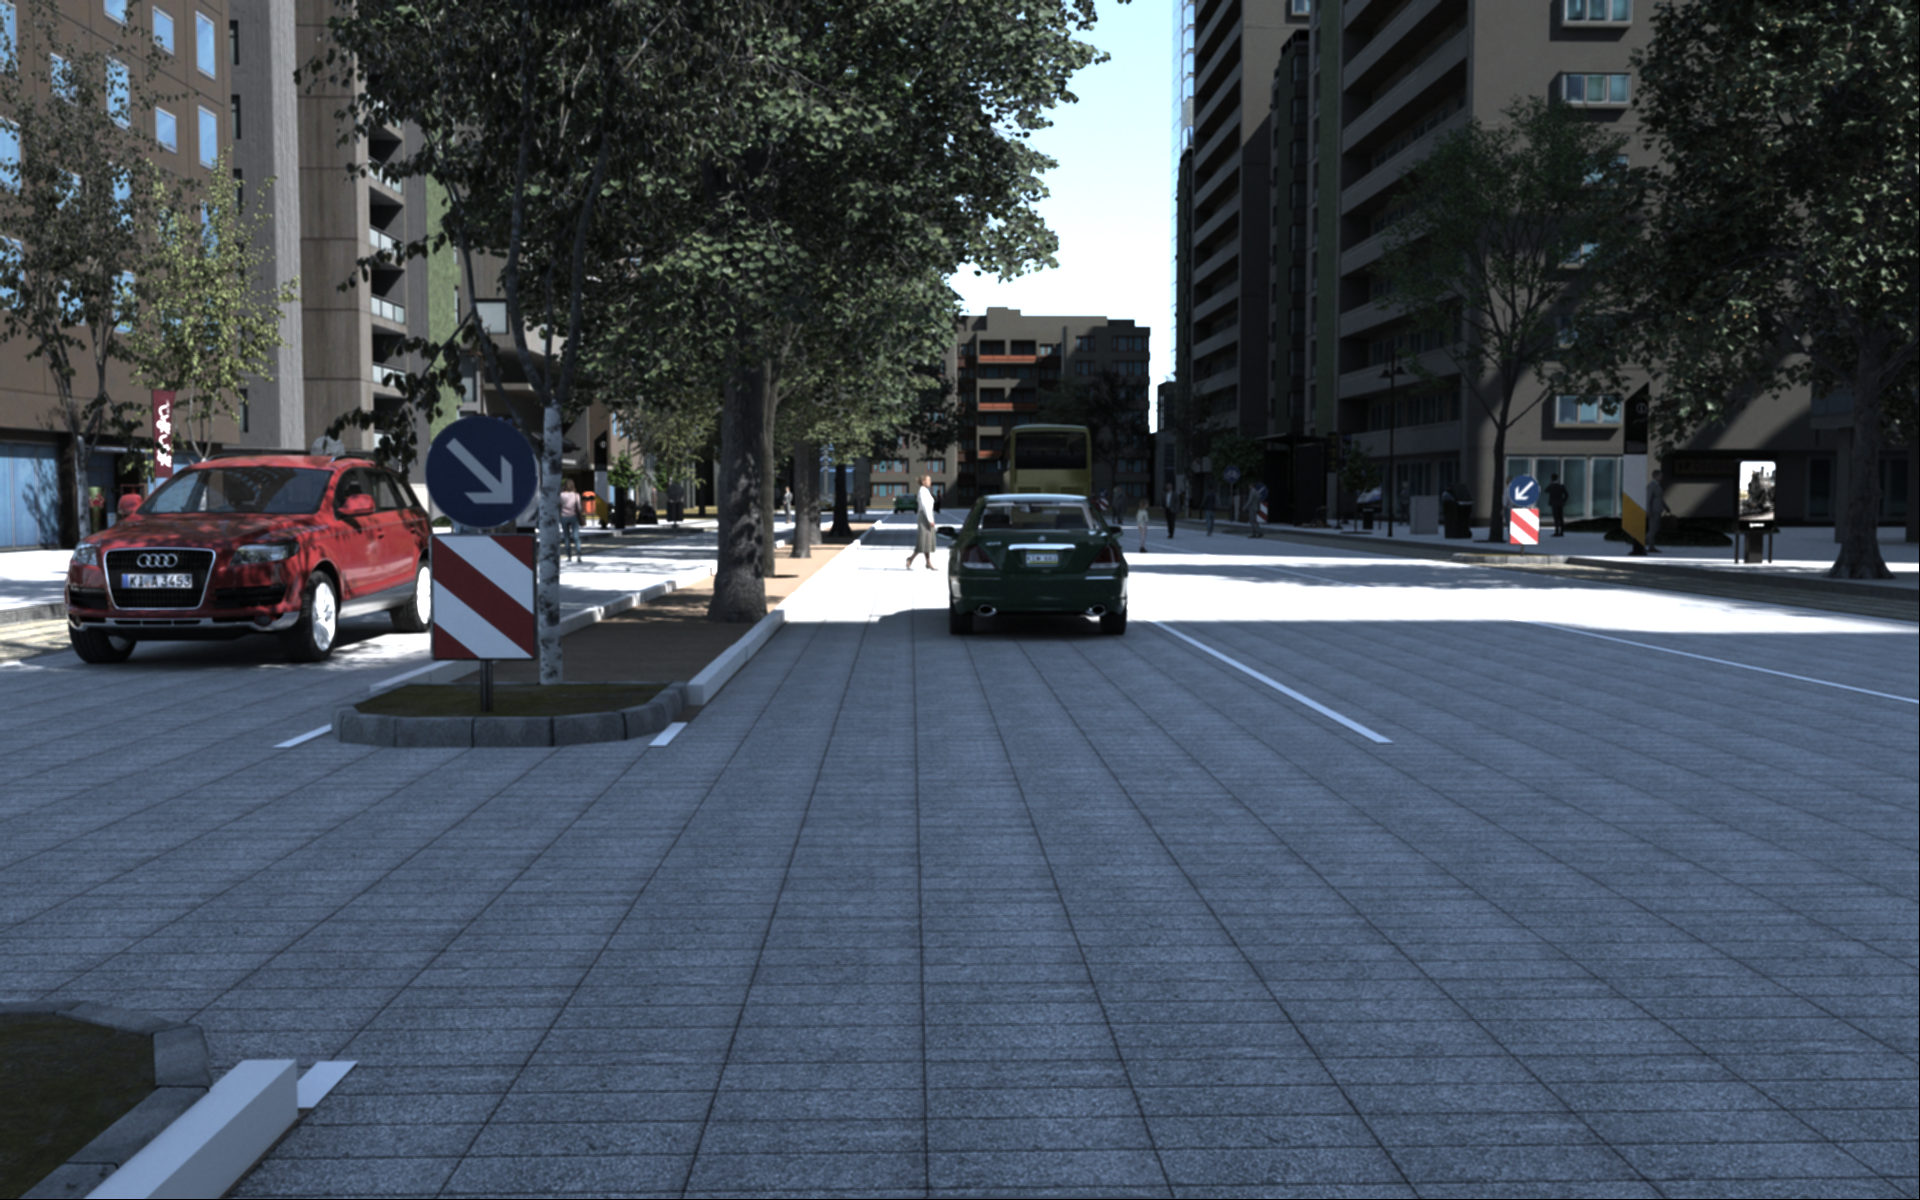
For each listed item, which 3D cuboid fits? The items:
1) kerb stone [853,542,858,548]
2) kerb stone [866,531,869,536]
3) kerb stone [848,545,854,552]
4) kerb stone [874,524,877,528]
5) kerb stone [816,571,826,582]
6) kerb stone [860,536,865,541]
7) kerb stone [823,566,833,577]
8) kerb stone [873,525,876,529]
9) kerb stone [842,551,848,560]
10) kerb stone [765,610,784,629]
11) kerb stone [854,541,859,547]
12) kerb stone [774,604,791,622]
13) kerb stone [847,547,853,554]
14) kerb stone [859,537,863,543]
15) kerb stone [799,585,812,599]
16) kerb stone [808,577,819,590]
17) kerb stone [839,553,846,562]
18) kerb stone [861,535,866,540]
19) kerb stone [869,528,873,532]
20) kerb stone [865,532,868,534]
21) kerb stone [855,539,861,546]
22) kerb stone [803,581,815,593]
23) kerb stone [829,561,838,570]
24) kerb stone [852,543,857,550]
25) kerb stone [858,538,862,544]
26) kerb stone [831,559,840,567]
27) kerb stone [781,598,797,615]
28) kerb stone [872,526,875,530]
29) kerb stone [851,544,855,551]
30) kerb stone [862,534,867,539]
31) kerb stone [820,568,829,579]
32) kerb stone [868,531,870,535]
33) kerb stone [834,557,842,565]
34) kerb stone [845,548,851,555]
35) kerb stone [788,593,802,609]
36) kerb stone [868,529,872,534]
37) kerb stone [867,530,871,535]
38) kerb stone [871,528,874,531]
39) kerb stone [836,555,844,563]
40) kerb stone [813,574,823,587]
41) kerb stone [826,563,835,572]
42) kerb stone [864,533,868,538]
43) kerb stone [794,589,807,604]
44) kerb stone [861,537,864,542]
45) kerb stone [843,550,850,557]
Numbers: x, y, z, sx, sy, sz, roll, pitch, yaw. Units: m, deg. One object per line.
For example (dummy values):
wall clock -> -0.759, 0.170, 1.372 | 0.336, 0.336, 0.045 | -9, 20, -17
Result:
kerb stone -> -2.713, -1.327, 43.888 | 0.120, 0.150, 1.000 | 0, 4, -2
kerb stone -> -3.044, -2.016, 55.158 | 0.120, 0.150, 1.000 | 0, 4, -2
kerb stone -> -2.628, -1.139, 40.820 | 0.120, 0.150, 1.000 | 0, 4, -2
kerb stone -> -3.406, -2.769, 67.468 | 0.120, 0.150, 1.000 | 0, 4, -2
kerb stone -> -2.249, -0.326, 27.521 | 0.120, 0.150, 1.000 | 0, 4, -2
kerb stone -> -2.900, -1.701, 50.019 | 0.120, 0.150, 1.000 | 0, 4, -2
kerb stone -> -2.301, -0.448, 29.576 | 0.120, 0.150, 1.000 | 0, 4, -2
kerb stone -> -3.339, -2.644, 65.420 | 0.120, 0.150, 1.000 | 0, 4, -2
kerb stone -> -2.512, -0.885, 36.733 | 0.120, 0.150, 1.000 | 0, 4, -2
kerb stone -> -1.988, 0.239, 18.294 | 0.120, 0.150, 1.000 | 0, 4, -2
kerb stone -> -2.751, -1.389, 44.909 | 0.120, 0.150, 1.000 | 0, 4, -2
kerb stone -> -2.011, 0.176, 19.317 | 0.120, 0.150, 1.000 | 0, 4, -2
kerb stone -> -2.604, -1.077, 39.798 | 0.120, 0.150, 1.000 | 0, 4, -2
kerb stone -> -2.841, -1.577, 47.975 | 0.120, 0.150, 1.000 | 0, 4, -2
kerb stone -> -2.126, -0.071, 23.411 | 0.120, 0.150, 1.000 | 0, 4, -2
kerb stone -> -2.190, -0.200, 25.459 | 0.120, 0.150, 1.000 | 0, 4, -2
kerb stone -> -2.483, -0.827, 35.709 | 0.120, 0.150, 1.000 | 0, 4, -2
kerb stone -> -2.925, -1.764, 51.044 | 0.120, 0.150, 1.000 | 0, 4, -2
kerb stone -> -3.199, -2.330, 60.295 | 0.120, 0.150, 1.000 | 0, 4, -2
kerb stone -> -3.013, -1.953, 54.125 | 0.120, 0.150, 1.000 | 0, 4, -2
kerb stone -> -2.773, -1.451, 45.932 | 0.120, 0.150, 1.000 | 0, 4, -2
kerb stone -> -2.164, -0.137, 24.437 | 0.120, 0.150, 1.000 | 0, 4, -2
kerb stone -> -2.364, -0.574, 31.619 | 0.120, 0.150, 1.000 | 0, 4, -2
kerb stone -> -2.694, -1.263, 42.865 | 0.120, 0.150, 1.000 | 0, 4, -2
kerb stone -> -2.807, -1.514, 46.953 | 0.120, 0.150, 1.000 | 0, 4, -2
kerb stone -> -2.394, -0.639, 32.644 | 0.120, 0.150, 1.000 | 0, 4, -2
kerb stone -> -2.041, 0.113, 20.344 | 0.120, 0.150, 1.000 | 0, 4, -2
kerb stone -> -3.287, -2.518, 63.365 | 0.120, 0.150, 1.000 | 0, 4, -2
kerb stone -> -2.667, -1.202, 41.843 | 0.120, 0.150, 1.000 | 0, 4, -2
kerb stone -> -2.957, -1.826, 52.078 | 0.120, 0.150, 1.000 | 0, 4, -2
kerb stone -> -2.283, -0.383, 28.553 | 0.120, 0.150, 1.000 | 0, 4, -2
kerb stone -> -3.072, -2.072, 56.181 | 0.120, 0.150, 1.000 | 0, 4, -2
kerb stone -> -2.428, -0.702, 33.665 | 0.120, 0.150, 1.000 | 0, 4, -2
kerb stone -> -2.570, -1.014, 38.777 | 0.120, 0.150, 1.000 | 0, 4, -2
kerb stone -> -2.073, 0.053, 21.366 | 0.120, 0.150, 1.000 | 0, 4, -2
kerb stone -> -3.170, -2.267, 59.266 | 0.120, 0.150, 1.000 | 0, 4, -2
kerb stone -> -3.107, -2.136, 57.211 | 0.120, 0.150, 1.000 | 0, 4, -2
kerb stone -> -3.221, -2.392, 61.317 | 0.120, 0.150, 1.000 | 0, 4, -2
kerb stone -> -2.454, -0.764, 34.687 | 0.120, 0.150, 1.000 | 0, 4, -2
kerb stone -> -2.217, -0.263, 26.489 | 0.120, 0.150, 1.000 | 0, 4, -2
kerb stone -> -2.334, -0.514, 30.597 | 0.120, 0.150, 1.000 | 0, 4, -2
kerb stone -> -2.985, -1.889, 53.104 | 0.120, 0.150, 1.000 | 0, 4, -2
kerb stone -> -2.100, -0.012, 22.389 | 0.120, 0.150, 1.000 | 0, 4, -2
kerb stone -> -2.866, -1.637, 48.997 | 0.120, 0.150, 1.000 | 0, 4, -2
kerb stone -> -2.533, -0.952, 37.755 | 0.120, 0.150, 1.000 | 0, 4, -2
